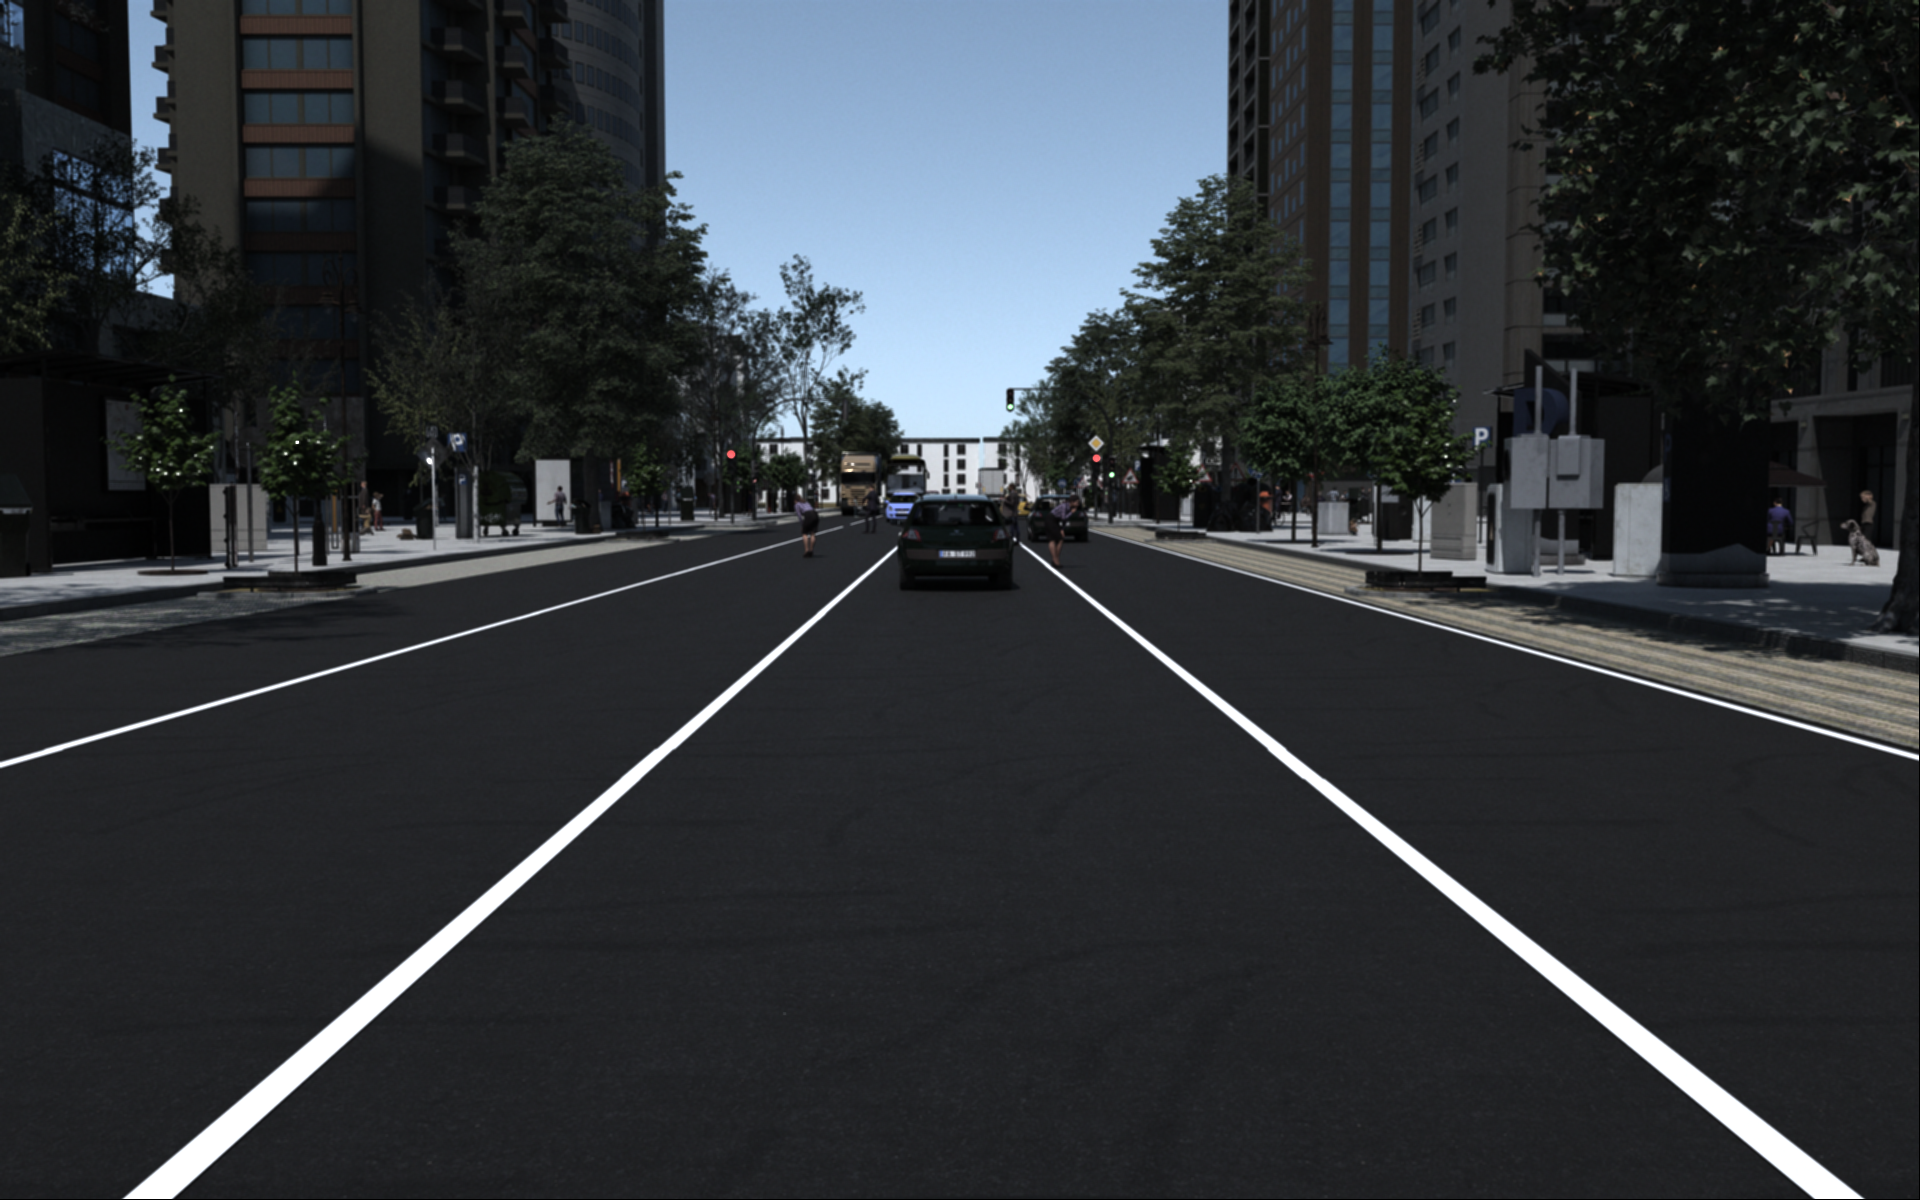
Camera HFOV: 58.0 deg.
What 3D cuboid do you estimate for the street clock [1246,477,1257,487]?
[{"bbox_3d":[12.353,-4.203,73.294,0.471,2.002,0.358,-1,4,-9],"label":"street clock"}]

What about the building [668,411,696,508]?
[{"bbox_3d":[-30.812,-14.085,172.433,9.099,9.664,28.070,0,3,0],"label":"building"}]

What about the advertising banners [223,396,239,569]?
[{"bbox_3d":[-12.780,-2.094,30.420,0.090,3.025,2.074,-1,4,-16],"label":"advertising banners"}]

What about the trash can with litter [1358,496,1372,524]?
[{"bbox_3d":[16.931,-3.834,73.739,2.233,1.210,1.678,-3,5,-43],"label":"trash can with litter"}]

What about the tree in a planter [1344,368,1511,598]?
[{"bbox_3d":[6.541,-1.670,24.527,1.991,3.239,1.994,0,3,0],"label":"tree in a planter"}]

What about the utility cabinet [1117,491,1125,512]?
[{"bbox_3d":[11.586,-6.876,121.106,1.173,1.500,0.318,0,4,-1],"label":"utility cabinet"}]

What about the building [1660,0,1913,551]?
[{"bbox_3d":[31.382,-36.858,40.882,20.563,71.187,20.611,0,3,0],"label":"building"}]

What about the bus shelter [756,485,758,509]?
[{"bbox_3d":[-14.935,-7.942,123.775,2.014,3.302,5.546,0,3,0],"label":"bus shelter"}]

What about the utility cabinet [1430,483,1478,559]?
[{"bbox_3d":[9.681,-1.549,34.002,0.318,1.500,1.173,-1,4,-17],"label":"utility cabinet"}]

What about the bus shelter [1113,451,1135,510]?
[{"bbox_3d":[12.294,-9.633,135.123,2.179,5.291,8.768,0,3,0],"label":"bus shelter"}]

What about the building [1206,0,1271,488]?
[{"bbox_3d":[31.796,-43.141,143.609,20.563,71.187,20.611,0,3,0],"label":"building"}]

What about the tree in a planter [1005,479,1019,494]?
[{"bbox_3d":[6.354,-13.098,211.380,1.991,3.239,1.994,0,3,0],"label":"tree in a planter"}]

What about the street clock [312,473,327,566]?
[{"bbox_3d":[-11.426,-1.607,30.851,0.471,2.002,0.358,-3,5,-44],"label":"street clock"}]

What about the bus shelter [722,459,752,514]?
[{"bbox_3d":[-14.406,-7.480,113.583,1.731,3.624,6.357,0,3,0],"label":"bus shelter"}]

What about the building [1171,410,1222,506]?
[{"bbox_3d":[27.192,-14.132,173.209,9.099,9.664,28.070,0,3,0],"label":"building"}]

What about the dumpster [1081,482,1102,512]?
[{"bbox_3d":[9.709,-7.626,127.184,1.502,2.255,1.985,0,3,0],"label":"dumpster"}]

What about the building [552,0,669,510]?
[{"bbox_3d":[-36.257,-36.430,137.624,21.231,58.520,28.212,0,3,0],"label":"building"}]

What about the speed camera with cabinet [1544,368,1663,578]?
[{"bbox_3d":[10.283,-1.998,27.005,2.038,3.252,0.660,3,5,43],"label":"speed camera with cabinet"}]

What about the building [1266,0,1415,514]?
[{"bbox_3d":[29.348,-28.681,119.038,14.600,45.320,14.200,0,3,0],"label":"building"}]

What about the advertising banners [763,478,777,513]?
[{"bbox_3d":[-12.654,-7.264,114.946,0.090,3.025,2.074,1,4,23],"label":"advertising banners"}]

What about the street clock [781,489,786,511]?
[{"bbox_3d":[-13.342,-7.715,130.715,0.358,2.002,0.471,0,4,-4],"label":"street clock"}]

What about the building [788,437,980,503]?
[{"bbox_3d":[-11.043,-19.480,260.652,28.070,9.664,9.099,0,3,0],"label":"building"}]

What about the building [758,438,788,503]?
[{"bbox_3d":[-39.113,-19.426,259.755,28.070,9.664,9.099,0,3,0],"label":"building"}]

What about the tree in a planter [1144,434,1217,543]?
[{"bbox_3d":[6.517,-3.318,51.471,1.991,3.239,1.994,0,3,0],"label":"tree in a planter"}]

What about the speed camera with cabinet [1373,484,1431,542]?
[{"bbox_3d":[12.183,-3.197,46.604,2.038,3.252,0.660,1,4,18],"label":"speed camera with cabinet"}]

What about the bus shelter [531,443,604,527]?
[{"bbox_3d":[-15.938,-4.661,70.127,2.014,3.302,5.546,0,4,0],"label":"bus shelter"}]

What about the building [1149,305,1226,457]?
[{"bbox_3d":[35.810,-21.968,203.152,27.936,21.610,32.646,0,3,0],"label":"building"}]

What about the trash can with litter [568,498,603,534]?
[{"bbox_3d":[-11.969,-2.693,55.423,0.624,1.170,1.055,2,4,30],"label":"trash can with litter"}]

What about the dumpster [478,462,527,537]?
[{"bbox_3d":[-14.084,-3.055,52.444,1.502,2.255,1.985,0,4,0],"label":"dumpster"}]

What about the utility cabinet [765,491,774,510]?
[{"bbox_3d":[-14.938,-7.777,135.833,0.318,1.500,1.173,1,4,13],"label":"utility cabinet"}]

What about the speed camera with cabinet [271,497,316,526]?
[{"bbox_3d":[-27.061,-4.655,70.450,2.038,3.252,0.660,1,4,20],"label":"speed camera with cabinet"}]

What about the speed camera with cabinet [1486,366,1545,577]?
[{"bbox_3d":[8.842,-2.030,27.531,0.660,3.252,2.038,0,4,8],"label":"speed camera with cabinet"}]

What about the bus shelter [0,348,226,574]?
[{"bbox_3d":[-15.240,-2.429,30.992,1.731,3.624,6.357,0,3,0],"label":"bus shelter"}]

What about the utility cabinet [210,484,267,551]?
[{"bbox_3d":[-16.109,-1.832,38.626,1.173,1.500,0.318,-2,4,-26],"label":"utility cabinet"}]

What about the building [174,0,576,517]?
[{"bbox_3d":[-37.132,-27.801,109.178,22.147,44.769,28.867,0,3,0],"label":"building"}]

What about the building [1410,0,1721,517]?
[{"bbox_3d":[34.979,-25.512,100.713,14.086,41.232,14.154,0,3,0],"label":"building"}]

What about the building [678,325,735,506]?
[{"bbox_3d":[-33.969,-20.513,191.799,16.016,20.091,11.380,0,3,0],"label":"building"}]

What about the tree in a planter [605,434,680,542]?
[{"bbox_3d":[-9.465,-3.338,51.792,1.991,3.239,1.994,0,3,0],"label":"tree in a planter"}]

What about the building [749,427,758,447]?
[{"bbox_3d":[-40.148,-16.746,215.936,28.070,9.664,9.099,0,3,0],"label":"building"}]

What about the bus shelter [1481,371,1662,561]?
[{"bbox_3d":[12.692,-2.756,36.337,1.731,3.624,6.357,0,4,0],"label":"bus shelter"}]

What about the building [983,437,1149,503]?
[{"bbox_3d":[17.484,-19.455,260.239,28.070,9.664,9.099,0,3,0],"label":"building"}]

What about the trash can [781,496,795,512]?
[{"bbox_3d":[-12.533,-6.906,124.568,0.748,1.137,0.748,0,3,0],"label":"trash can"}]

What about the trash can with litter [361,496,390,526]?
[{"bbox_3d":[-24.062,-3.697,71.511,1.678,1.210,2.233,0,4,0],"label":"trash can with litter"}]

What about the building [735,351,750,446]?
[{"bbox_3d":[-32.706,-21.214,203.269,16.016,20.091,11.380,0,3,0],"label":"building"}]

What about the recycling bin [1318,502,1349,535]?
[{"bbox_3d":[11.718,-2.558,54.379,0.722,1.027,0.722,-1,4,-22],"label":"recycling bin"}]

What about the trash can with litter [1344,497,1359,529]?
[{"bbox_3d":[13.352,-2.957,59.728,0.624,1.170,1.055,0,4,-5],"label":"trash can with litter"}]

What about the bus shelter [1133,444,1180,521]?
[{"bbox_3d":[9.671,-5.739,85.117,1.731,3.624,6.357,0,4,0],"label":"bus shelter"}]

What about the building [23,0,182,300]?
[{"bbox_3d":[-67.250,-27.571,105.416,28.867,44.769,22.147,0,3,0],"label":"building"}]

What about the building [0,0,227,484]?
[{"bbox_3d":[-41.463,-44.952,47.636,31.000,86.520,22.319,0,3,0],"label":"building"}]

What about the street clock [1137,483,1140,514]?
[{"bbox_3d":[11.374,-6.383,108.933,0.471,2.002,0.358,3,5,41],"label":"street clock"}]

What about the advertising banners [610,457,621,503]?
[{"bbox_3d":[-16.272,-5.264,82.257,0.090,3.025,2.074,-2,4,-30],"label":"advertising banners"}]

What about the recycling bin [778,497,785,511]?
[{"bbox_3d":[-13.663,-7.479,134.837,0.722,1.027,0.722,3,4,37],"label":"recycling bin"}]

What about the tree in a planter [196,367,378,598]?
[{"bbox_3d":[-9.427,-1.669,24.503,1.991,3.239,1.994,0,3,0],"label":"tree in a planter"}]

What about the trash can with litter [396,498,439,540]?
[{"bbox_3d":[-15.260,-2.283,48.719,1.055,1.170,0.624,-3,5,-43],"label":"trash can with litter"}]
